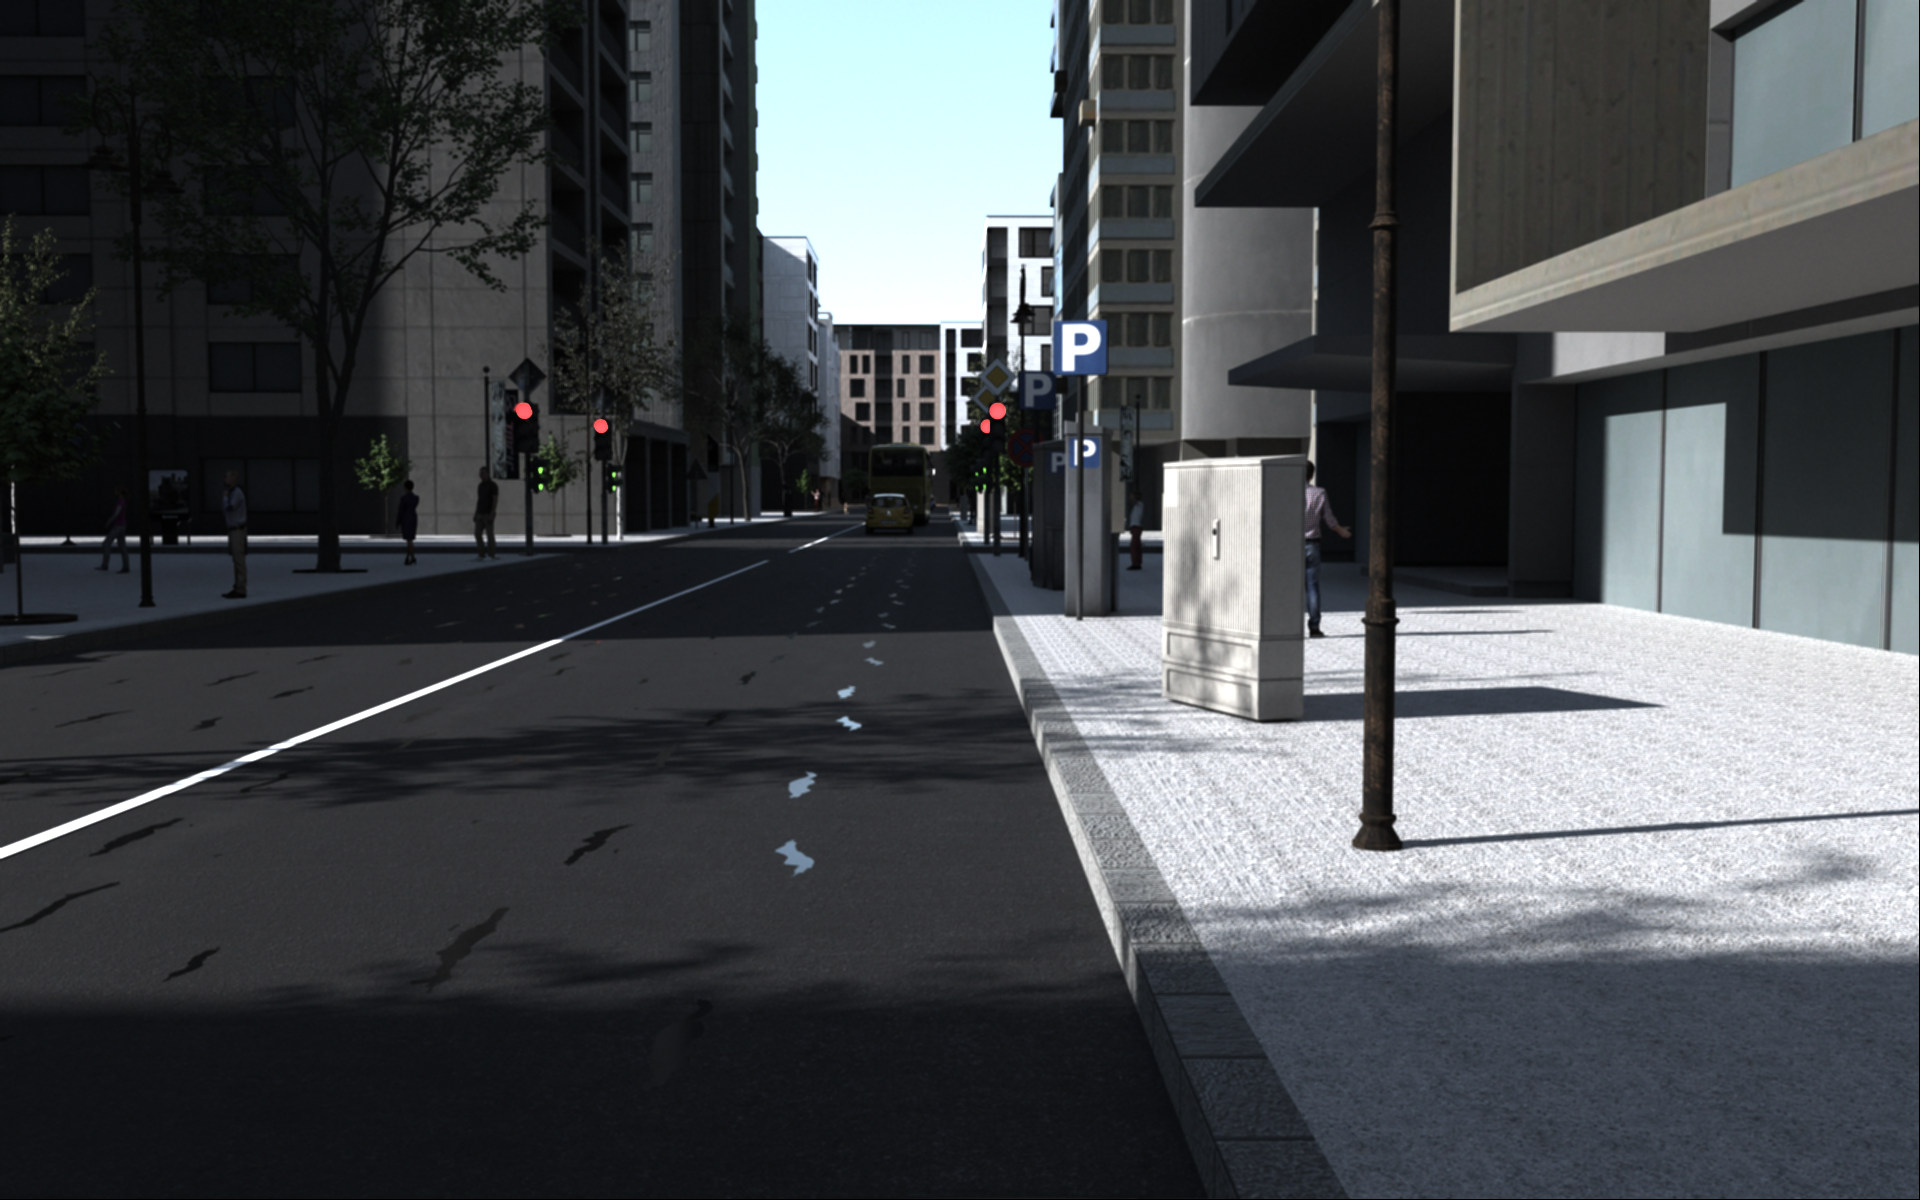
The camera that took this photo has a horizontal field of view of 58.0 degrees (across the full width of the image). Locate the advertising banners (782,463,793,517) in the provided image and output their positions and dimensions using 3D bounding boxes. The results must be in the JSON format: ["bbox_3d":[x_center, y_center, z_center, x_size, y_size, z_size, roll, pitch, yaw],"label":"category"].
[{"bbox_3d":[-9.719,-6.185,97.314,0.090,3.025,2.074,-1,4,-21],"label":"advertising banners"}]

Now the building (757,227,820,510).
[{"bbox_3d":[-26.041,-17.805,135.089,27.936,21.610,32.646,0,4,-1],"label":"building"}]

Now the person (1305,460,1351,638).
[{"bbox_3d":[3.060,-0.457,15.479,0.963,1.587,0.435,0,4,-4],"label":"person"}]

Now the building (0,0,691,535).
[{"bbox_3d":[-20.850,-38.145,61.931,20.563,71.187,20.611,0,4,-1],"label":"building"}]

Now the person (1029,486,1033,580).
[{"bbox_3d":[1.339,-1.160,25.540,0.750,1.759,0.617,3,5,40],"label":"person"}]

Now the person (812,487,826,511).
[{"bbox_3d":[-10.930,-7.880,134.912,1.348,1.821,0.705,2,4,31],"label":"person"}]

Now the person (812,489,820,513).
[{"bbox_3d":[-9.847,-6.781,118.368,0.566,1.644,0.517,1,4,14],"label":"person"}]

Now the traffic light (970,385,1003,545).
[{"bbox_3d":[0.664,-3.354,43.760,0.839,4.253,0.868,0,4,-1],"label":"traffic light"}]

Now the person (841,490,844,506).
[{"bbox_3d":[-12.370,-10.847,184.072,0.721,1.739,1.217,0,4,6],"label":"person"}]

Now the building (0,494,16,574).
[{"bbox_3d":[-29.385,-29.329,21.533,28.212,58.520,21.231,0,4,-1],"label":"building"}]

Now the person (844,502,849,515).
[{"bbox_3d":[-7.752,-6.240,118.447,0.347,0.859,0.695,-1,4,-9],"label":"person"}]

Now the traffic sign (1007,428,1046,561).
[{"bbox_3d":[1.283,-2.028,33.269,0.768,2.556,0.104,0,4,6],"label":"traffic sign"}]

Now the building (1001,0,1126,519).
[{"bbox_3d":[14.187,-48.262,101.763,22.319,86.520,31.000,0,4,-1],"label":"building"}]

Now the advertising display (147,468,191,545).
[{"bbox_3d":[-19.795,-2.333,43.365,0.974,1.923,0.123,-1,4,-15],"label":"advertising display"}]

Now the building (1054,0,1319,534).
[{"bbox_3d":[15.842,-22.539,60.401,23.993,40.220,32.217,0,4,-1],"label":"building"}]

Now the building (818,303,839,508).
[{"bbox_3d":[-20.417,-19.089,168.526,16.016,20.091,11.380,0,4,-1],"label":"building"}]

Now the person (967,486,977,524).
[{"bbox_3d":[0.607,-4.151,74.739,0.655,1.722,0.431,0,4,-3],"label":"person"}]

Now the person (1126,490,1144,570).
[{"bbox_3d":[2.958,-1.189,29.398,0.340,1.345,0.435,0,4,-5],"label":"person"}]

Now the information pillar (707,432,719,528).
[{"bbox_3d":[-9.346,-4.538,65.550,0.504,3.616,0.183,2,4,32],"label":"information pillar"}]

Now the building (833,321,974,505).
[{"bbox_3d":[-4.655,-22.921,218.737,32.646,21.610,27.936,0,4,-1],"label":"building"}]

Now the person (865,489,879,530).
[{"bbox_3d":[-3.478,-3.594,68.719,0.517,1.644,0.566,-3,4,-37],"label":"person"}]

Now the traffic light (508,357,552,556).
[{"bbox_3d":[-8.873,-2.859,35.659,0.839,4.253,0.868,0,4,-1],"label":"traffic light"}]

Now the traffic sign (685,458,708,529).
[{"bbox_3d":[-9.580,-3.850,62.957,0.884,2.594,0.081,0,4,7],"label":"traffic sign"}]

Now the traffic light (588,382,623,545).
[{"bbox_3d":[-8.957,-3.347,43.643,0.839,4.253,0.868,0,4,-1],"label":"traffic light"}]

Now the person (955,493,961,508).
[{"bbox_3d":[-0.143,-9.373,162.532,0.421,1.427,0.697,-2,4,-32],"label":"person"}]

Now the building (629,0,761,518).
[{"bbox_3d":[-18.740,-25.127,94.415,14.154,41.232,14.086,0,4,-1],"label":"building"}]

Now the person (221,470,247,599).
[{"bbox_3d":[-8.990,-0.814,21.421,0.319,1.574,0.516,-1,4,-22],"label":"person"}]

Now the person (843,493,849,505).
[{"bbox_3d":[-11.144,-9.706,167.988,1.065,1.426,0.557,3,5,43],"label":"person"}]

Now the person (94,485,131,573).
[{"bbox_3d":[-13.676,-1.136,27.844,0.776,1.435,0.726,-1,4,-22],"label":"person"}]

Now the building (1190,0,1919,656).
[{"bbox_3d":[17.898,-26.287,19.037,28.713,52.752,27.495,0,4,-1],"label":"building"}]

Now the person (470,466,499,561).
[{"bbox_3d":[-9.088,-1.645,33.064,0.434,1.807,0.598,-3,5,-40],"label":"person"}]

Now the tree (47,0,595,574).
[{"bbox_3d":[-10.174,-6.257,28.065,9.928,11.665,9.643,0,3,0],"label":"tree"}]

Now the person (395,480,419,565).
[{"bbox_3d":[-10.055,-1.401,31.323,0.546,1.535,0.453,1,4,16],"label":"person"}]

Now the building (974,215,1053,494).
[{"bbox_3d":[15.685,-18.322,143.534,27.936,21.610,32.646,0,4,-1],"label":"building"}]

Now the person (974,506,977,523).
[{"bbox_3d":[0.749,-4.055,76.258,0.340,1.345,0.435,0,4,2],"label":"person"}]

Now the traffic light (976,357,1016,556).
[{"bbox_3d":[0.747,-2.866,35.775,0.839,4.253,0.868,0,4,-1],"label":"traffic light"}]
